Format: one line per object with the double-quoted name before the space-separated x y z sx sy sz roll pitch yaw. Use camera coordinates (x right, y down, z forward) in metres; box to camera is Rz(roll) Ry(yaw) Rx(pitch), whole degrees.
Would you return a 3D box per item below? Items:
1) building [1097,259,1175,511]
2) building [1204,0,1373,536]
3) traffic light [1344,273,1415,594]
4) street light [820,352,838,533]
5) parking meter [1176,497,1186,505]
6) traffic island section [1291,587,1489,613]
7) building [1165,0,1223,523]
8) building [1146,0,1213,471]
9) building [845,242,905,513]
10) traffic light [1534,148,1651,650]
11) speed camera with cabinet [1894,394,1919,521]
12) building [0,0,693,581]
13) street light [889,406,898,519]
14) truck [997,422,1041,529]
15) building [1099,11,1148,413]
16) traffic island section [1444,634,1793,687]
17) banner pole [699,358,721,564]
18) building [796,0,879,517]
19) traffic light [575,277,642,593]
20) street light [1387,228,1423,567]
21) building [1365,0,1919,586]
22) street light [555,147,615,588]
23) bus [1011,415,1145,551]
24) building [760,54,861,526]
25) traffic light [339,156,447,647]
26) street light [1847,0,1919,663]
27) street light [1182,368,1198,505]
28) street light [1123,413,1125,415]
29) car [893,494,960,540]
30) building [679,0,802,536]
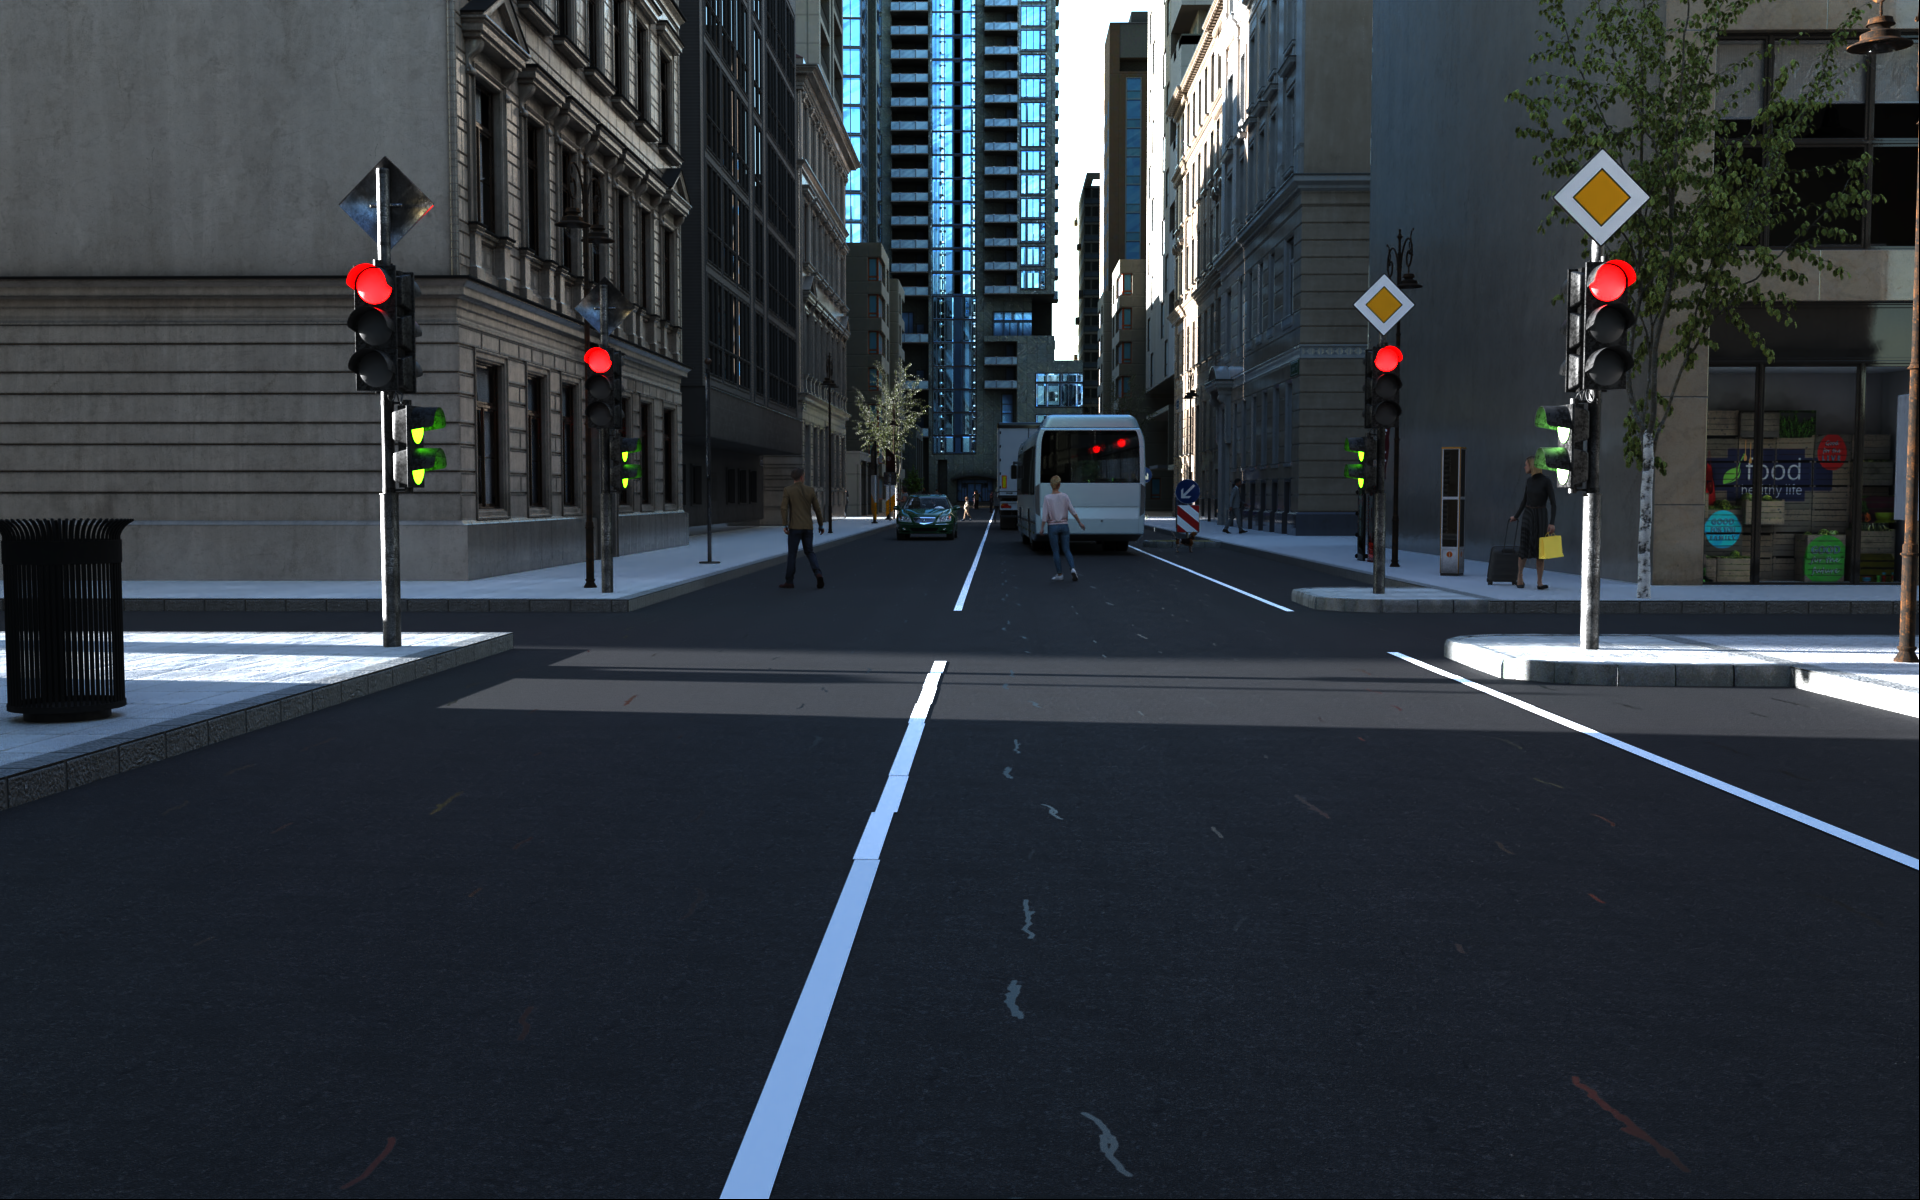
"building" 25.895 -18.151 141.813 27.650 21.520 28.899 0 4 1
"building" 16.747 -16.877 61.850 13.634 28.700 20.117 0 4 1
"traffic light" 5.384 -2.037 22.226 0.839 4.253 0.868 0 4 1
"street light" -4.258 -5.130 56.664 0.468 5.910 1.993 0 4 1
"parking meter" 8.378 -3.503 65.691 0.372 1.533 0.369 0 3 0
"traffic island section" 5.424 -0.004 22.339 2.009 0.180 2.903 0 4 1
"building" 17.331 -17.572 84.573 12.463 27.353 25.104 0 4 1
"building" 26.701 -32.015 112.689 28.713 52.752 27.495 0 4 1
"building" -18.882 -17.670 133.944 27.650 21.520 28.899 0 4 1
"traffic light" 5.198 -1.549 14.243 0.839 4.253 0.868 0 4 1
"speed camera with cabinet" 9.170 -1.250 14.766 2.038 3.252 0.660 1 4 11
"building" -11.743 -10.366 34.113 10.561 19.102 19.286 0 4 1
"street light" -3.407 -7.132 89.394 0.468 5.910 1.993 0 4 1
"truck" 2.955 -5.163 73.329 2.839 4.237 11.283 0 4 3
"building" 20.434 -31.353 162.728 14.600 45.320 14.200 0 4 1
"traffic island section" 5.238 0.485 14.356 2.009 0.180 2.903 0 4 1
"banner pole" -4.620 -2.551 31.729 0.401 3.779 0.863 0 4 -4
"building" -15.628 -40.891 106.822 20.563 71.187 20.611 0 4 1
"traffic light" -4.575 -2.050 22.442 0.839 4.253 0.868 0 4 1
"street light" 7.670 -3.522 30.374 0.468 5.910 1.993 0 4 1
"building" 26.945 -13.957 32.709 34.151 26.468 19.350 0 4 1
"street light" -5.072 -3.107 23.587 0.468 5.910 1.993 0 4 1
"bus" 3.008 -3.173 46.732 2.948 3.499 13.247 0 3 0
"building" -11.108 -14.845 78.879 11.583 22.565 21.152 0 4 1
"traffic light" -4.761 -1.562 14.459 0.839 4.253 0.868 0 4 1
"street light" 7.245 -2.464 13.078 0.468 5.910 1.993 0 4 1
"street light" 8.425 -5.541 63.376 0.468 5.910 1.993 0 4 1
"street light" 9.118 -7.594 96.955 0.468 5.910 1.993 0 4 1
"car" -1.032 -2.684 55.678 2.131 1.459 4.920 0 4 2
"building" -13.518 -16.048 55.893 14.314 27.812 24.014 0 4 1
